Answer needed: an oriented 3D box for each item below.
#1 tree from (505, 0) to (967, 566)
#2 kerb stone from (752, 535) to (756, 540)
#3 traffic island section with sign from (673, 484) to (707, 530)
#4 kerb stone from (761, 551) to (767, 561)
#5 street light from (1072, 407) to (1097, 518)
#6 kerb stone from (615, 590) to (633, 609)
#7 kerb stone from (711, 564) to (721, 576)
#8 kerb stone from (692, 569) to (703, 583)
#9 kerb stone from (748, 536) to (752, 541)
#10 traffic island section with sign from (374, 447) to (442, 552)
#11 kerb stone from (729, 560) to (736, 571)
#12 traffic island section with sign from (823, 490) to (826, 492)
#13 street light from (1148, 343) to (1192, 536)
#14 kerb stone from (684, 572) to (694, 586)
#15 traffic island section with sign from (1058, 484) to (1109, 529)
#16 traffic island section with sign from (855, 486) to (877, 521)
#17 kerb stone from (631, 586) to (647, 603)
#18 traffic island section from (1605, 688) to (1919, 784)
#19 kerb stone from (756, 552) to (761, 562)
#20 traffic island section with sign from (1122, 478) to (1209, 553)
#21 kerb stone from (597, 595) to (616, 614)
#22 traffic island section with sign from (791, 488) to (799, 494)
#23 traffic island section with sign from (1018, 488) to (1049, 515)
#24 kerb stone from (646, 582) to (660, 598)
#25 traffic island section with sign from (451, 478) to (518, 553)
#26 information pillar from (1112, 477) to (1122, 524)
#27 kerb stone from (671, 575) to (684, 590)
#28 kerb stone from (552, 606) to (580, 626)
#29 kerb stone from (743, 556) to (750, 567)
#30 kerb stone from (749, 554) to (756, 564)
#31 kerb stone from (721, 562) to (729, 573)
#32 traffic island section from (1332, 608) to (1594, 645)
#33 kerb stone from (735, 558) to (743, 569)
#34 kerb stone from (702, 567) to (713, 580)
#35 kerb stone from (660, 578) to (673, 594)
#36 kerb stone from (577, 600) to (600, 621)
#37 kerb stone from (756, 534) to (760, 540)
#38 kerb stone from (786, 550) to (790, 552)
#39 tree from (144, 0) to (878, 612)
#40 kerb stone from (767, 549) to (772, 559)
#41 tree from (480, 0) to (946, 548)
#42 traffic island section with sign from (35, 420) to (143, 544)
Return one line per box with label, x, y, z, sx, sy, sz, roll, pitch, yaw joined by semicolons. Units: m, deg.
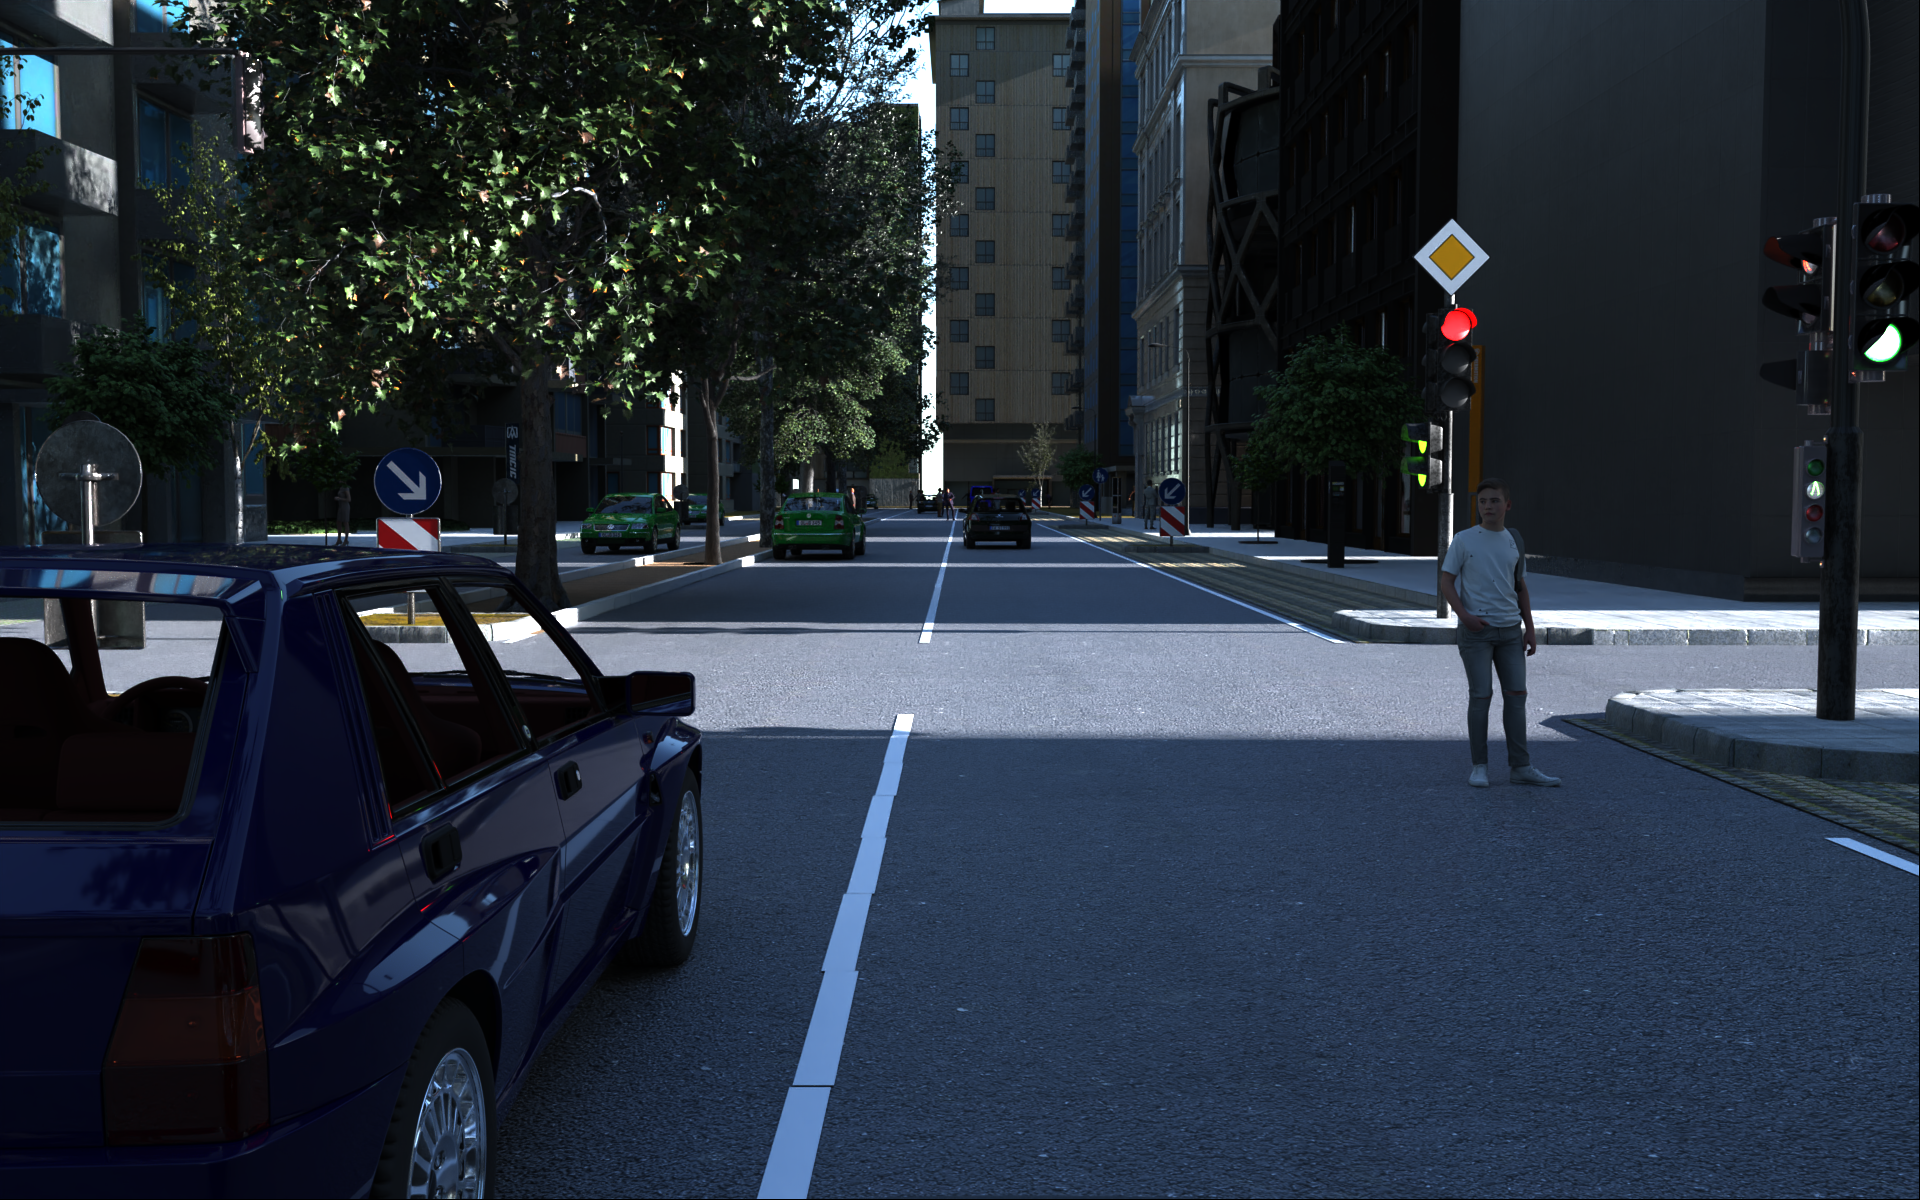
tree;-4.946;-7.433;34.351;12.009;13.543;11.850;0;3;0
kerb stone;-6.423;-1.873;52.829;0.120;0.150;1.000;0;3;0
traffic island section with sign;-11.334;-3.772;70.297;1.989;1.847;2.006;0;3;0
kerb stone;-4.330;-0.929;37.386;0.120;0.150;1.000;0;3;0
street light;6.637;-7.314;92.131;1.470;5.913;1.316;0;3;0
kerb stone;-4.352;0.010;22.027;0.120;0.150;1.000;0;3;0
kerb stone;-4.346;-0.491;30.229;0.120;0.150;1.000;0;3;0
kerb stone;-4.353;-0.366;28.183;0.120;0.150;1.000;0;3;0
kerb stone;-6.419;-1.810;51.806;0.120;0.150;1.000;0;3;0
traffic island section with sign;-5.391;-0.577;17.576;2.006;1.907;1.989;0;3;0
kerb stone;-4.344;-0.614;32.273;0.120;0.150;1.000;0;3;0
traffic island section with sign;-11.264;-8.458;146.912;1.989;1.847;2.006;0;3;0
street light;6.495;-4.955;53.551;1.470;5.913;1.316;0;3;0
kerb stone;-4.348;-0.300;27.161;0.120;0.150;1.000;0;3;0
traffic island section with sign;5.076;-3.847;71.532;1.989;1.847;2.006;0;3;0
traffic island section with sign;-5.329;-5.173;92.714;2.006;1.907;1.989;0;3;0
kerb stone;-4.347;-0.053;23.058;0.120;0.150;1.000;0;3;0
traffic island section;5.018;0.756;9.920;2.009;0.180;2.903;0;3;0
kerb stone;-4.340;-0.866;36.362;0.120;0.150;1.000;0;3;0
traffic island section with sign;5.050;-2.094;42.862;1.989;1.847;2.006;0;3;0
kerb stone;-4.358;0.073;21.005;0.120;0.150;1.000;0;3;0
traffic island section with sign;-11.295;-6.792;119.684;1.989;1.847;2.006;0;3;0
traffic island section with sign;5.124;-6.817;120.084;1.989;1.847;2.006;0;3;0
kerb stone;-4.349;-0.115;24.080;0.120;0.150;1.000;0;3;0
traffic island section with sign;-11.370;-2.100;42.959;1.989;1.847;2.006;0;3;0
information pillar;6.722;-4.264;74.207;0.304;2.012;0.304;3;4;36
kerb stone;-4.347;-0.241;26.133;0.120;0.150;1.000;0;3;0
kerb stone;-4.360;0.200;18.959;0.120;0.150;1.000;0;3;0
kerb stone;-4.341;-0.741;34.318;0.120;0.150;1.000;0;3;0
kerb stone;-4.341;-0.798;35.340;0.120;0.150;1.000;0;3;0
kerb stone;-4.345;-0.547;31.251;0.120;0.150;1.000;0;3;0
traffic island section;5.025;0.268;17.905;2.009;0.180;2.903;0;3;0
kerb stone;-4.340;-0.679;33.295;0.120;0.150;1.000;0;3;0
kerb stone;-4.344;-0.429;29.206;0.120;0.150;1.000;0;3;0
kerb stone;-4.346;-0.177;25.102;0.120;0.150;1.000;0;3;0
kerb stone;-4.348;0.137;19.982;0.120;0.150;1.000;0;3;0
kerb stone;-6.423;-1.930;53.851;0.120;0.150;1.000;0;3;0
kerb stone;-4.327;-1.368;44.564;0.120;0.150;1.000;0;3;0
tree;-5.190;-6.212;21.033;9.611;12.733;9.660;0;3;0
kerb stone;-4.335;-0.989;38.409;0.120;0.150;1.000;0;3;0
tree;-6.359;-11.510;46.536;12.611;20.169;13.585;0;3;0
traffic island section with sign;-5.408;-0.124;10.168;2.006;1.907;1.989;0;3;0
